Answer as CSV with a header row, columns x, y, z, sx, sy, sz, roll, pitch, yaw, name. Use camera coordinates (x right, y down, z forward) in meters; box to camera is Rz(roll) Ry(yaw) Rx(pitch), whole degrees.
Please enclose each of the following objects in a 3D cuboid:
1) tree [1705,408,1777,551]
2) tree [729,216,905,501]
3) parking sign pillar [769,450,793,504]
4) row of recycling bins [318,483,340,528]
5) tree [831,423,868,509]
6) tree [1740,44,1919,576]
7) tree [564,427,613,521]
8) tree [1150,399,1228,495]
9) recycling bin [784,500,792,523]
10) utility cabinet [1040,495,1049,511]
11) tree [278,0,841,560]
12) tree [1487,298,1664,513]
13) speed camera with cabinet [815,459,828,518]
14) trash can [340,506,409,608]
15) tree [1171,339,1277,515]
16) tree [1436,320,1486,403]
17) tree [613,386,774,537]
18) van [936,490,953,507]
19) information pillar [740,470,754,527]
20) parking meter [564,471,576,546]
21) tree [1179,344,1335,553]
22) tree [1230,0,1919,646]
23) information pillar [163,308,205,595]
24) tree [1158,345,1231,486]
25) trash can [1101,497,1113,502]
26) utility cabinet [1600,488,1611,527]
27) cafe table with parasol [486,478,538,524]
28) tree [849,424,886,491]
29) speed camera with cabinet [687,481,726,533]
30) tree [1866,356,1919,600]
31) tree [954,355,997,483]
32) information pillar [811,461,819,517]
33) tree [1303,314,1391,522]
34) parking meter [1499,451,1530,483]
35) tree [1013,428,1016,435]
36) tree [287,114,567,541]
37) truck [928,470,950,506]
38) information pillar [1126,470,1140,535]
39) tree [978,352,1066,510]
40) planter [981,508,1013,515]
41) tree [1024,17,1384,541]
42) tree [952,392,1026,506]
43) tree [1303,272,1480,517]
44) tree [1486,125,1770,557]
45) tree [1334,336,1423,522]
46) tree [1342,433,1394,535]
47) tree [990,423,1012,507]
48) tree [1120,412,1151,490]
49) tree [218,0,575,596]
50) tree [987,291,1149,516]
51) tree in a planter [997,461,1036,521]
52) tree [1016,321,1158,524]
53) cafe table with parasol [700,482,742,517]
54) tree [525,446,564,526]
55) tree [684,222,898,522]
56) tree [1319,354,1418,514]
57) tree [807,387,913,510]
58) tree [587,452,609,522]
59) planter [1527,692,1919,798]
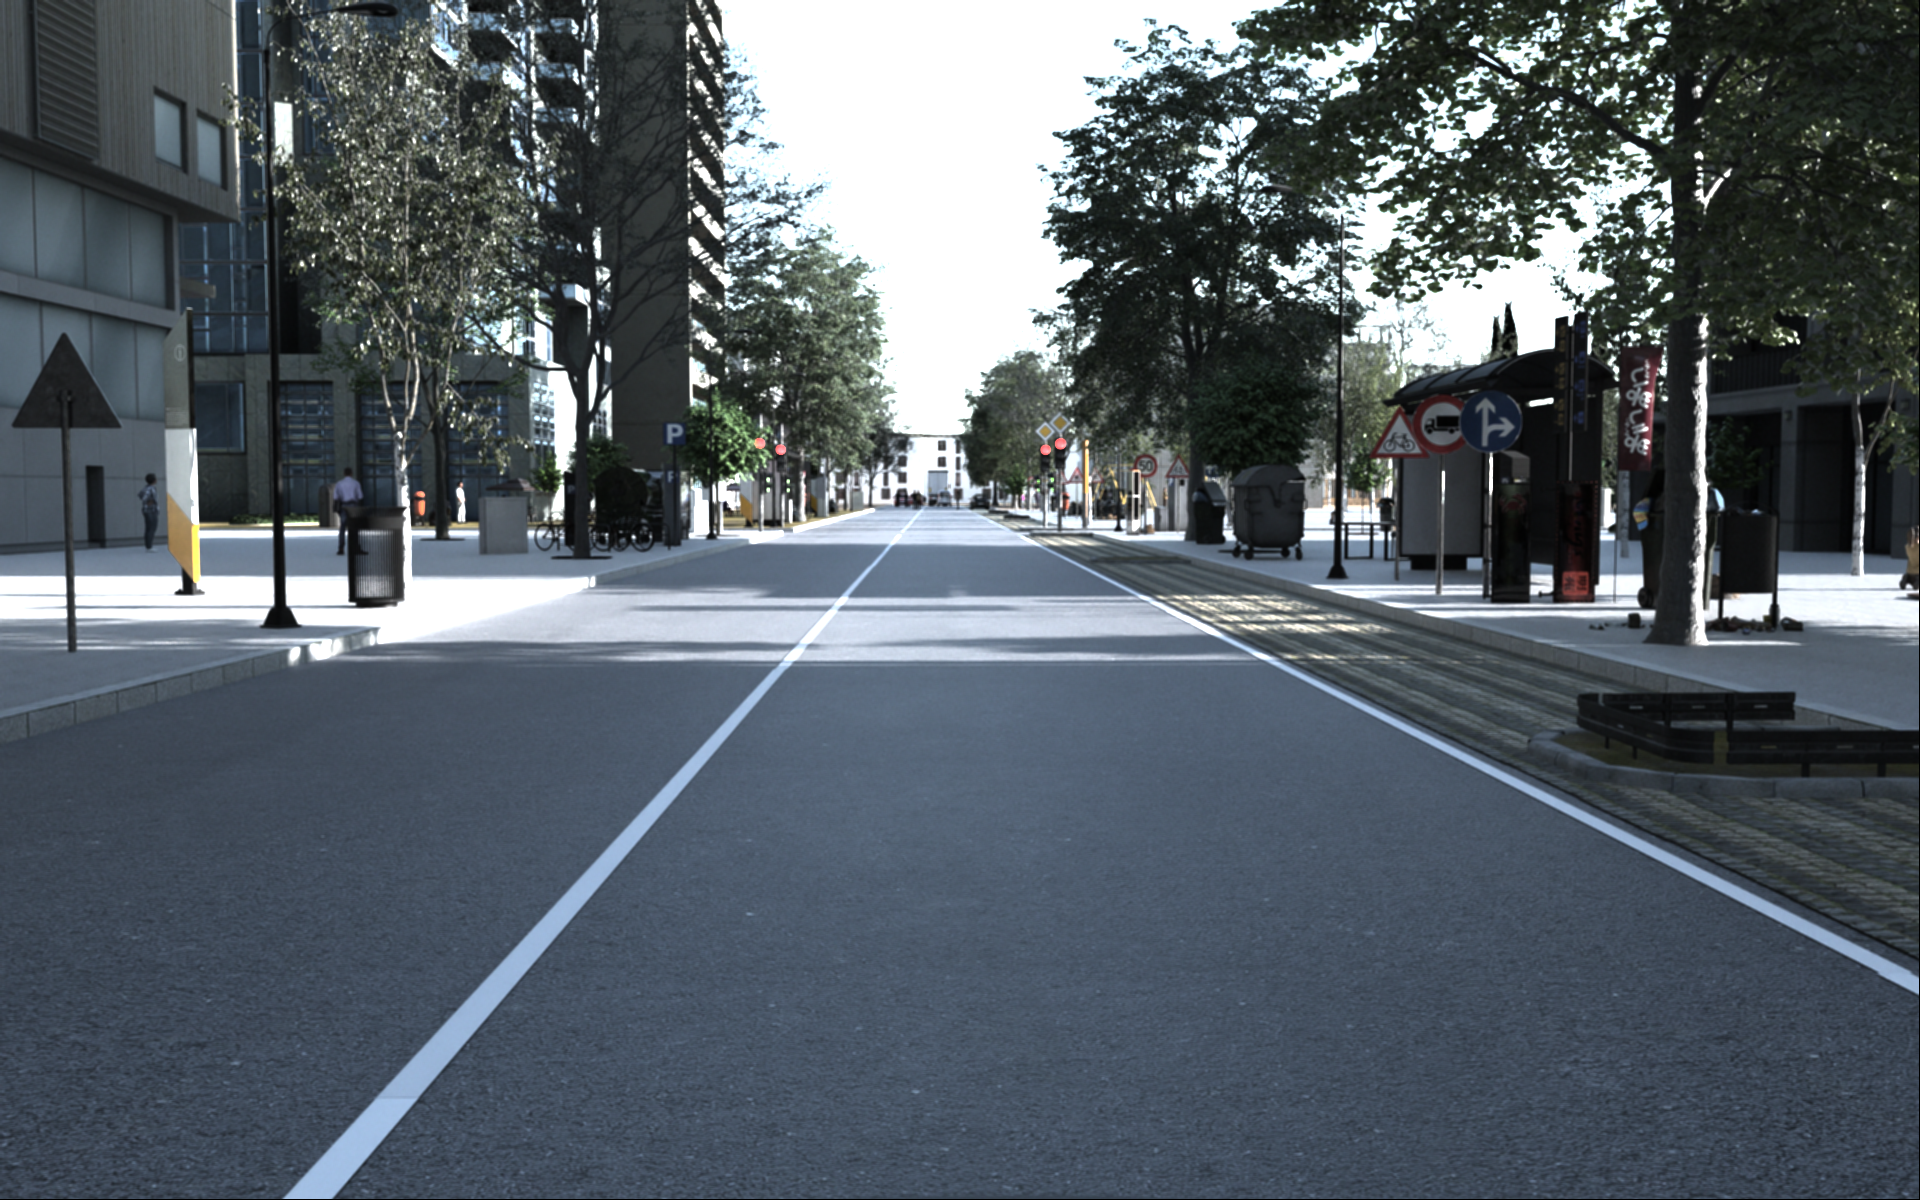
x,y,z,sx,sy,sz,roll,pitch,yaw,name
17.239,-2.724,39.145,1.663,3.219,1.824,0,3,0,tree
-10.098,-16.200,120.754,12.611,20.169,13.585,0,3,0,tree
-9.244,-6.136,88.800,1.447,3.967,1.447,-1,4,-13,parking sign pillar
-24.414,-3.686,67.372,1.069,1.692,3.534,-1,4,-19,row of recycling bins
-9.791,-12.341,152.139,4.737,8.622,4.395,0,3,0,tree
14.268,-4.674,26.780,4.737,8.622,4.395,0,3,0,tree
-17.561,-6.148,84.232,4.285,4.588,4.351,0,3,0,tree
17.614,-11.038,130.834,4.737,8.622,4.395,0,3,0,tree
-7.797,-3.905,76.395,0.722,1.027,0.722,0,4,-2,recycling bin
6.442,-7.333,131.054,0.306,1.237,1.020,-2,4,-34,utility cabinet
-7.455,-7.565,34.055,12.009,13.543,11.850,0,3,0,tree
41.940,-13.507,122.663,13.155,14.587,18.604,-1,4,-9,tree
-7.596,-6.170,95.223,0.660,3.252,2.038,0,4,-2,speed camera with cabinet
-6.638,-0.491,19.680,0.748,1.137,0.748,0,3,0,trash can
17.120,-11.207,108.993,9.928,11.665,9.643,0,3,0,tree
21.225,-7.357,70.642,4.360,8.622,3.978,0,3,0,tree
-7.474,-4.232,52.913,4.285,4.588,4.351,0,3,0,tree
-1.779,-11.776,199.548,2.013,2.044,4.112,0,4,0,van
-8.238,-4.613,66.782,0.504,3.616,0.183,1,4,20,information pillar
-9.606,-2.278,42.953,0.399,1.863,0.255,0,4,-5,parking meter
6.510,-3.329,38.143,4.285,4.588,4.351,0,3,0,tree
6.216,-5.921,14.937,7.486,12.596,7.792,0,3,0,tree
-9.908,-1.877,22.047,0.504,3.616,0.183,2,4,28,information pillar
11.041,-7.952,80.383,4.360,8.622,3.978,0,3,0,tree
8.065,-5.103,95.093,0.748,1.137,0.748,0,3,0,trash can
24.661,-3.572,67.086,0.318,1.500,1.173,-1,4,-20,utility cabinet
-18.823,-4.211,73.709,2.610,1.966,2.610,-1,4,-14,cafe table with parasol
-9.078,-12.754,158.891,4.360,8.622,3.978,0,3,0,tree
-8.520,-3.837,57.076,0.660,3.252,2.038,-3,5,-42,speed camera with cabinet
12.117,-1.604,20.829,1.663,3.219,1.824,0,3,0,tree
4.663,-14.953,151.144,9.857,13.997,8.962,0,3,0,tree
-8.160,-6.492,97.492,0.504,3.616,0.183,1,4,17,information pillar
15.678,-7.374,70.928,4.360,8.622,3.978,0,3,0,tree
7.425,-1.072,23.232,0.255,1.863,0.399,-1,4,-11,parking meter
5.709,-9.890,112.064,4.360,8.622,3.978,0,3,0,tree
-14.535,-7.468,47.858,9.928,11.665,9.643,0,3,0,tree
-2.601,-13.536,210.233,2.839,4.237,11.283,0,3,0,truck
5.379,-3.018,53.836,0.304,2.012,0.304,-3,4,-37,information pillar
5.242,-13.410,137.388,7.486,12.596,7.792,0,3,0,tree
2.592,-5.960,118.585,1.991,0.319,1.994,0,4,-1,planter
6.641,-8.607,47.379,9.857,13.997,8.962,0,3,0,tree
3.752,-16.298,183.487,9.611,12.733,9.660,0,3,0,tree
24.165,-11.351,95.960,12.009,13.543,11.850,0,3,0,tree
13.673,-5.162,34.766,4.360,8.622,3.978,0,3,0,tree
19.437,-7.963,80.561,4.737,8.622,4.395,0,3,0,tree
12.881,-3.680,54.770,1.663,3.219,1.824,0,3,0,tree
4.244,-13.686,174.135,4.737,8.622,4.395,0,3,0,tree
14.291,-11.617,140.301,4.737,8.622,4.395,0,3,0,tree
-6.920,-4.346,21.416,4.360,8.622,3.978,0,3,0,tree
6.094,-11.696,101.604,12.009,13.543,11.850,0,3,0,tree
2.967,-5.770,91.555,1.991,3.239,1.994,0,4,-1,tree in a planter
5.335,-7.481,72.675,4.360,8.622,3.978,0,3,0,tree
-12.464,-5.583,96.144,2.610,1.966,2.610,2,4,26,cafe table with parasol
-16.653,-4.622,70.175,1.663,3.219,1.824,0,3,0,tree
-7.658,-10.650,80.777,9.857,13.997,8.962,0,3,0,tree
26.643,-10.838,111.620,8.767,10.594,7.601,1,4,15,tree
-8.867,-12.422,137.507,8.767,10.594,7.601,3,5,43,tree
-16.468,-5.126,78.409,1.663,3.219,1.824,0,3,0,tree
4.100,0.737,9.096,1.991,0.319,1.994,0,4,-1,planter
